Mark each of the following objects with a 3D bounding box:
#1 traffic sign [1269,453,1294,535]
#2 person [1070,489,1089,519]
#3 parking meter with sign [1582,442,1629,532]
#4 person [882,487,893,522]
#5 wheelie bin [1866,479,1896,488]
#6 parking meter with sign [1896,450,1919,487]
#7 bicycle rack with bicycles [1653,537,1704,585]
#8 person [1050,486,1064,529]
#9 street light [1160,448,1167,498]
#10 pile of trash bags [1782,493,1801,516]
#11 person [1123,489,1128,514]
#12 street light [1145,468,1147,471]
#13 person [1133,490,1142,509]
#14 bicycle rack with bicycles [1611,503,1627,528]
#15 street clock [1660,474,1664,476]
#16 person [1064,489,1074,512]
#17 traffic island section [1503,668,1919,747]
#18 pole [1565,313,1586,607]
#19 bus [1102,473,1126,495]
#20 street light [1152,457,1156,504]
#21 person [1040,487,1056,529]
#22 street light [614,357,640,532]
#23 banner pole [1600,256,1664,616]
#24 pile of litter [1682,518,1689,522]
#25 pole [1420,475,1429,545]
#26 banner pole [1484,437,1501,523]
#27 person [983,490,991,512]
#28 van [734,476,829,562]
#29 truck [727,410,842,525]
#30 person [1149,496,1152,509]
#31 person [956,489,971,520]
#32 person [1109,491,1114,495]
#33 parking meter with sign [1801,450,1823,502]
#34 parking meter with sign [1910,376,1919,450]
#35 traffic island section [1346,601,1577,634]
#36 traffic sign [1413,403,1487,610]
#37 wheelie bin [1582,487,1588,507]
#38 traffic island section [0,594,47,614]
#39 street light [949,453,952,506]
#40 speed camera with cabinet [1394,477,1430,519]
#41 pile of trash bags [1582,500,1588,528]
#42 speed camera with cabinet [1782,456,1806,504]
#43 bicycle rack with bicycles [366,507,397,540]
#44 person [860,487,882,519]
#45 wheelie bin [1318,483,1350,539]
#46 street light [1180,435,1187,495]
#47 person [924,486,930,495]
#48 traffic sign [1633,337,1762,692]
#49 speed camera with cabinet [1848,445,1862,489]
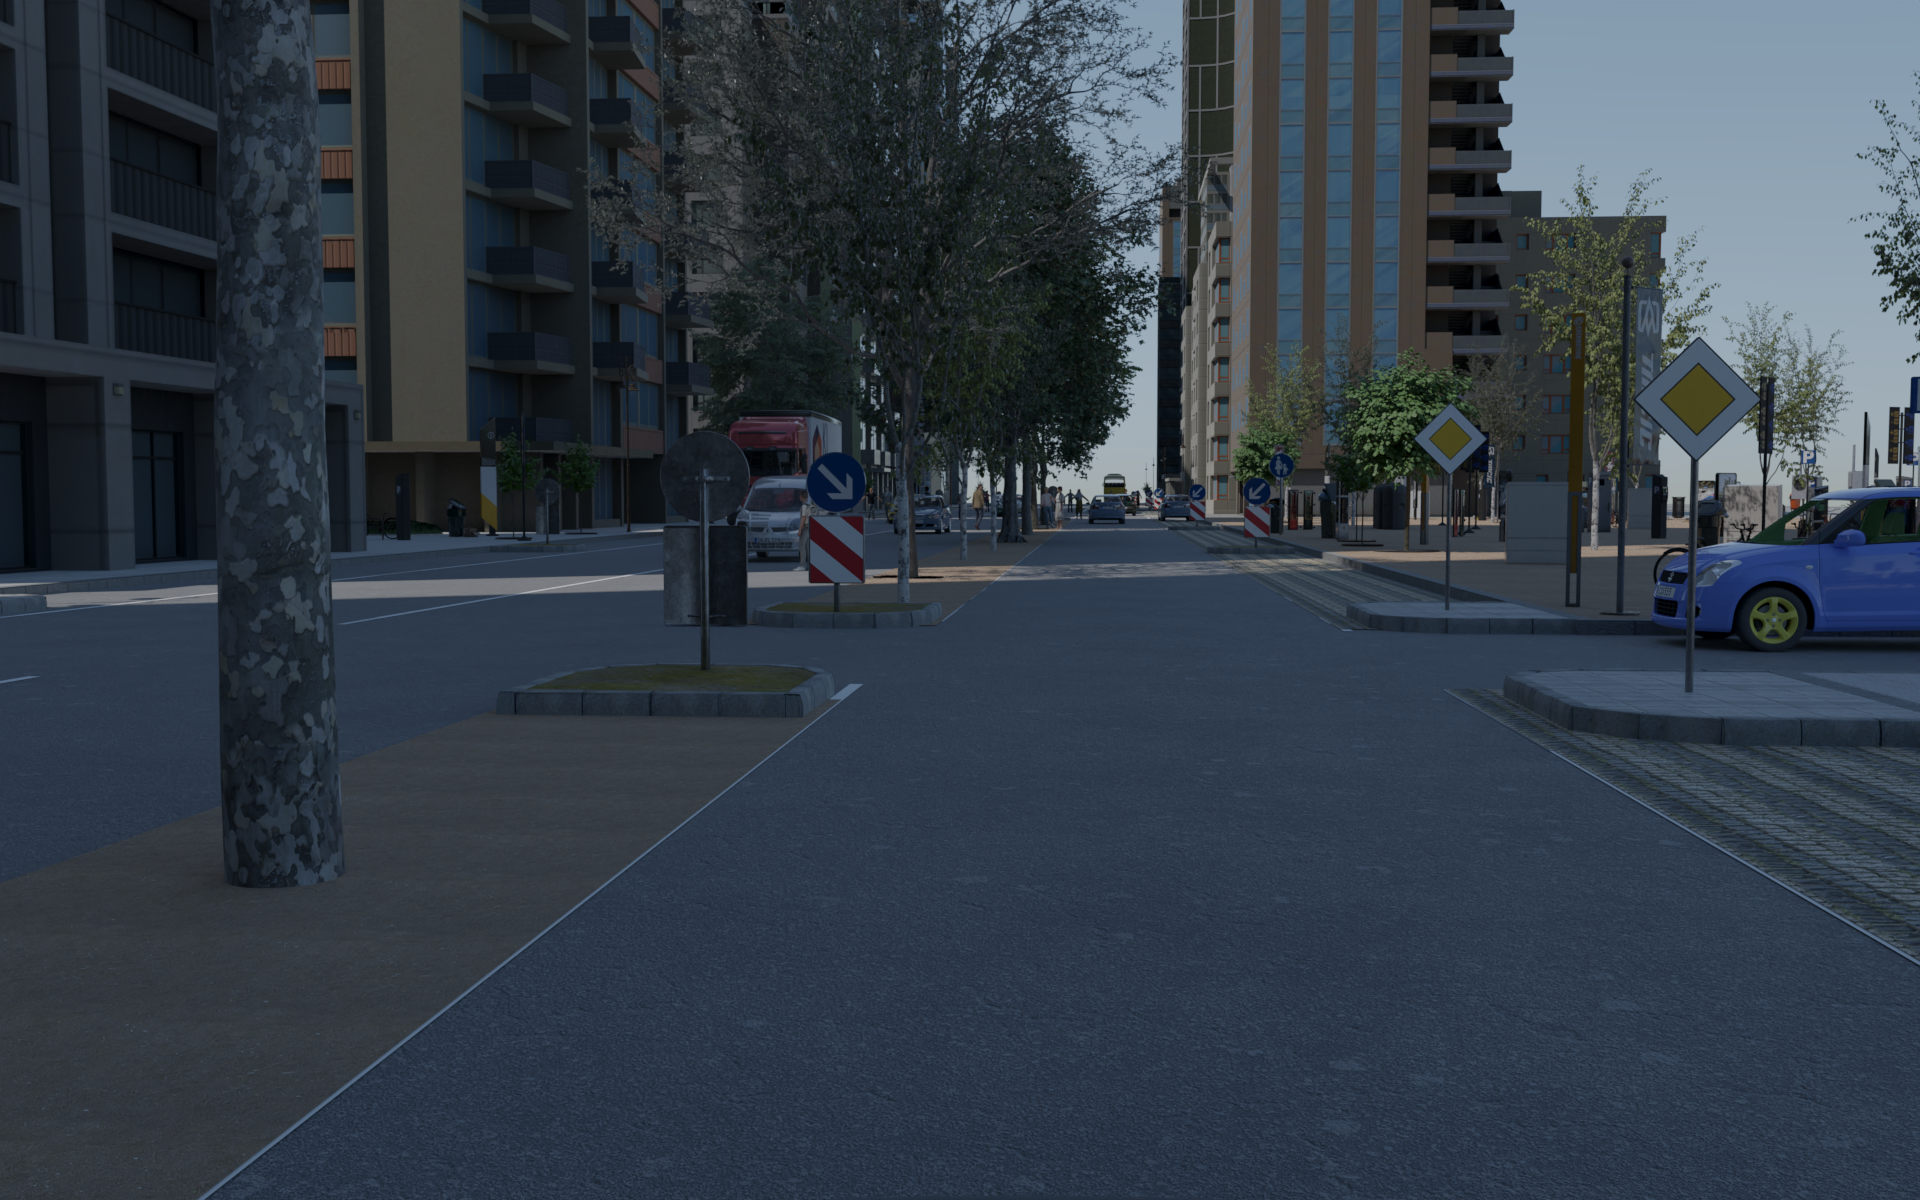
[{"bbox_3d":[10.061,-3.312,54.263,0.768,2.556,0.104,0,4,7],"label":"traffic sign"},{"bbox_3d":[6.900,-5.551,99.987,1.217,1.736,0.721,-1,4,-12],"label":"person"},{"bbox_3d":[21.434,-3.780,58.060,1.738,3.016,0.543,0,4,1],"label":"parking meter with sign"},{"bbox_3d":[-3.642,-4.815,87.348,0.709,1.813,0.853,1,4,17],"label":"person"},{"bbox_3d":[19.427,-1.750,36.515,0.980,1.594,0.693,-2,4,-31],"label":"wheelie bin"},{"bbox_3d":[39.975,-4.713,73.313,0.543,3.016,1.738,0,4,6],"label":"parking meter with sign"},{"bbox_3d":[9.872,-0.450,20.737,2.925,0.926,2.852,1,4,16],"label":"bicycle rack with bicycles"},{"bbox_3d":[3.965,-3.750,70.376,0.524,1.755,0.480,-2,4,-33],"label":"person"},{"bbox_3d":[20.756,-12.576,178.408,0.468,5.910,1.993,0,4,5],"label":"street light"},{"bbox_3d":[42.453,-4.939,90.505,3.447,1.369,1.912,-1,4,-16],"label":"pile of trash bags"},{"bbox_3d":[11.774,-6.982,122.670,0.705,1.822,1.348,2,4,35],"label":"person"},{"bbox_3d":[27.141,-17.113,252.580,0.468,5.910,1.993,0,4,5],"label":"street light"},{"bbox_3d":[17.428,-9.870,169.888,1.348,1.823,0.705,-3,5,-40],"label":"person"},{"bbox_3d":[26.049,-3.301,67.353,2.925,0.926,2.852,-1,4,-10],"label":"bicycle rack with bicycles"},{"bbox_3d":[25.368,-3.567,62.889,0.358,2.002,0.471,0,4,-3],"label":"street clock"},{"bbox_3d":[8.608,-7.740,135.127,1.350,1.814,0.705,0,4,-1],"label":"person"},{"bbox_3d":[4.745,0.676,11.235,2.009,0.180,2.903,0,4,5],"label":"traffic island section"},{"bbox_3d":[6.974,-1.576,19.614,0.158,3.312,0.155,0,3,0],"label":"pole"},{"bbox_3d":[18.443,-13.181,207.053,2.896,3.916,12.252,0,4,5],"label":"bus"},{"bbox_3d":[24.070,-14.844,215.484,0.468,5.910,1.993,0,4,5],"label":"street light"},{"bbox_3d":[3.719,-3.817,71.585,0.731,1.740,0.598,-1,4,-19],"label":"person"},{"bbox_3d":[-11.204,-5.238,58.426,0.468,5.910,1.993,0,4,5],"label":"street light"},{"bbox_3d":[7.220,-1.740,18.465,0.863,3.779,0.401,-2,4,-34],"label":"banner pole"},{"bbox_3d":[33.869,-3.971,78.885,1.719,0.858,1.176,3,5,41],"label":"pile of litter"},{"bbox_3d":[11.762,-3.055,43.789,0.158,3.312,0.155,0,3,0],"label":"pole"},{"bbox_3d":[23.580,-5.297,76.620,0.863,3.779,0.401,0,4,5],"label":"banner pole"},{"bbox_3d":[2.204,-7.859,137.709,1.217,1.743,0.721,-2,4,-24],"label":"person"},{"bbox_3d":[-3.882,-1.895,37.998,2.013,2.044,4.112,0,4,3],"label":"van"},{"bbox_3d":[-6.034,-4.361,60.218,2.839,4.237,11.283,0,4,4],"label":"truck"},{"bbox_3d":[16.789,-8.817,153.603,0.436,1.711,0.756,0,4,8],"label":"person"},{"bbox_3d":[0.228,-5.345,96.427,0.617,1.759,0.750,3,5,39],"label":"person"},{"bbox_3d":[14.212,-9.348,162.283,0.756,1.711,0.436,2,4,32],"label":"person"},{"bbox_3d":[34.254,-4.472,69.381,0.543,3.016,1.738,3,5,45],"label":"parking meter with sign"},{"bbox_3d":[14.015,-1.753,24.916,0.543,3.016,1.738,2,4,24],"label":"parking meter with sign"},{"bbox_3d":[5.417,0.189,19.192,2.009,0.180,2.903,0,4,5],"label":"traffic island section"},{"bbox_3d":[5.393,-0.946,19.117,0.795,2.450,0.064,0,4,5],"label":"traffic sign"},{"bbox_3d":[26.556,-4.024,73.694,0.693,1.594,0.980,-1,4,-23],"label":"wheelie bin"},{"bbox_3d":[-12.411,0.097,20.697,2.009,0.180,2.903,0,4,5],"label":"traffic island section"},{"bbox_3d":[-0.910,-12.704,180.500,0.468,5.910,1.993,0,4,5],"label":"street light"},{"bbox_3d":[23.382,-5.826,89.586,0.660,3.252,2.038,-2,4,-30],"label":"speed camera with cabinet"},{"bbox_3d":[22.084,-3.420,65.666,3.447,1.369,1.912,-1,4,-11],"label":"pile of trash bags"},{"bbox_3d":[38.044,-5.240,80.006,2.038,3.252,0.660,2,4,29],"label":"speed camera with cabinet"},{"bbox_3d":[-17.392,-2.126,48.144,2.925,0.926,2.852,1,4,14],"label":"bicycle rack with bicycles"},{"bbox_3d":[-5.062,-5.530,98.929,1.348,1.822,0.705,-1,4,-13],"label":"person"},{"bbox_3d":[10.789,-2.583,50.140,0.980,1.594,0.693,-1,4,-21],"label":"wheelie bin"},{"bbox_3d":[17.037,-9.762,132.390,0.468,5.910,1.993,0,4,5],"label":"street light"},{"bbox_3d":[-1.880,-5.414,96.649,0.705,1.869,1.348,2,4,27],"label":"person"},{"bbox_3d":[4.721,-0.460,11.160,0.795,2.450,0.064,0,4,5],"label":"traffic sign"},{"bbox_3d":[35.811,-4.543,68.610,0.660,3.252,2.038,1,4,10],"label":"speed camera with cabinet"}]
